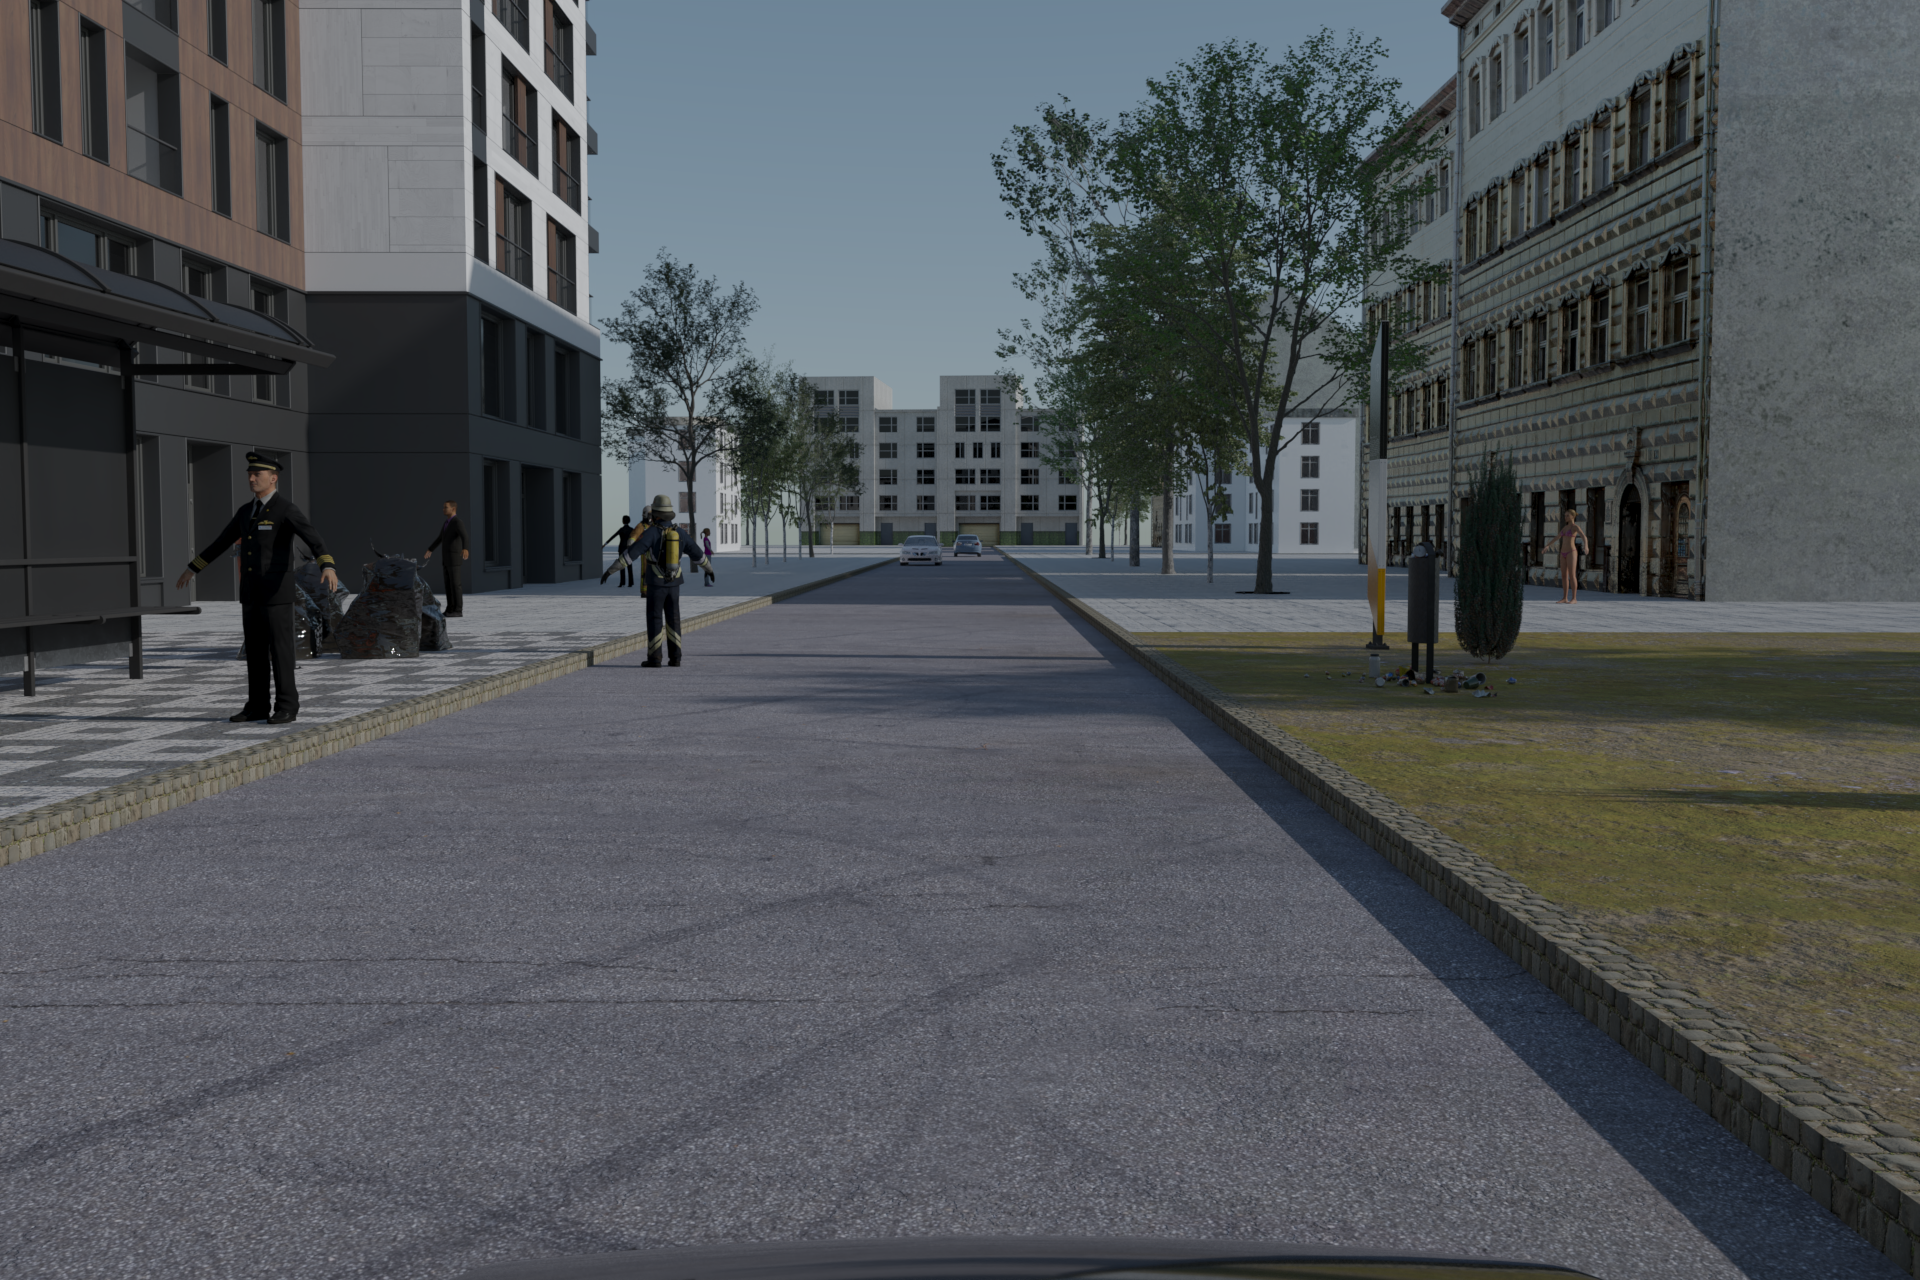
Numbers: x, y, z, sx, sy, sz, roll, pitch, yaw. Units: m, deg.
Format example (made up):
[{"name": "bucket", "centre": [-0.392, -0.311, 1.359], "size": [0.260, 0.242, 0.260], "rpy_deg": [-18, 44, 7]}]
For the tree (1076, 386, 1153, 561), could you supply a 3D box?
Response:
[{"name": "tree", "centre": [7.239, -8.000, 81.164], "size": [4.737, 8.622, 4.395], "rpy_deg": [0, 3, 0]}]

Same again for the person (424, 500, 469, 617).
[{"name": "person", "centre": [-7.876, -1.256, 26.756], "size": [0.704, 1.802, 1.346], "rpy_deg": [-3, 5, -42]}]

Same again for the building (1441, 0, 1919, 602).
[{"name": "building", "centre": [23.418, -12.844, 40.932], "size": [19.493, 23.208, 18.063], "rpy_deg": [0, 4, 1]}]

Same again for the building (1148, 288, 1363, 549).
[{"name": "building", "centre": [28.105, -20.201, 161.213], "size": [19.493, 23.208, 18.063], "rpy_deg": [0, 4, 0]}]

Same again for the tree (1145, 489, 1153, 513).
[{"name": "tree", "centre": [23.236, -14.903, 194.028], "size": [4.360, 8.622, 3.978], "rpy_deg": [0, 3, 0]}]

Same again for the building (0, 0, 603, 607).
[{"name": "building", "centre": [-24.330, -11.627, 34.073], "size": [27.936, 21.610, 32.646], "rpy_deg": [0, 4, 0]}]

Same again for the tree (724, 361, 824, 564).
[{"name": "tree", "centre": [-8.061, -7.491, 72.835], "size": [4.737, 8.622, 4.395], "rpy_deg": [0, 3, 0]}]

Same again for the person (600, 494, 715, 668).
[{"name": "person", "centre": [-3.212, -0.638, 18.666], "size": [1.354, 1.856, 0.705], "rpy_deg": [-3, 4, -36]}]

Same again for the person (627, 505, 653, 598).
[{"name": "person", "centre": [-6.234, -1.775, 34.793], "size": [0.705, 1.858, 1.354], "rpy_deg": [2, 4, 35]}]

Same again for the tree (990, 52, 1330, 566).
[{"name": "tree", "centre": [8.247, -12.939, 67.435], "size": [12.611, 20.169, 13.585], "rpy_deg": [0, 3, 0]}]

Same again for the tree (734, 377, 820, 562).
[{"name": "tree", "centre": [-7.873, -7.892, 79.391], "size": [4.360, 8.622, 3.978], "rpy_deg": [0, 3, 0]}]

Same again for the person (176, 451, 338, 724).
[{"name": "person", "centre": [-4.745, -0.359, 11.804], "size": [1.347, 1.837, 0.705], "rpy_deg": [1, 4, 21]}]

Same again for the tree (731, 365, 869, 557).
[{"name": "tree", "centre": [-8.444, -9.835, 95.211], "size": [7.601, 10.594, 8.767], "rpy_deg": [2, 4, 29]}]

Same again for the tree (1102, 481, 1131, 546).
[{"name": "tree", "centre": [18.081, -14.862, 193.360], "size": [4.360, 8.622, 3.978], "rpy_deg": [0, 3, 0]}]

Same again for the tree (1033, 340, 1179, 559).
[{"name": "tree", "centre": [7.639, -10.122, 91.249], "size": [9.928, 11.665, 9.643], "rpy_deg": [0, 3, 0]}]

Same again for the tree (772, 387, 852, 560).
[{"name": "tree", "centre": [-8.180, -8.361, 87.068], "size": [4.360, 8.622, 3.978], "rpy_deg": [0, 3, 0]}]

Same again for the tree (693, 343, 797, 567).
[{"name": "tree", "centre": [-7.816, -7.099, 66.432], "size": [4.360, 8.622, 3.978], "rpy_deg": [0, 3, 0]}]

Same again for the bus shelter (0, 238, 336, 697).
[{"name": "bus shelter", "centre": [-6.636, -1.152, 12.756], "size": [2.014, 3.302, 5.546], "rpy_deg": [0, 4, 2]}]

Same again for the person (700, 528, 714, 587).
[{"name": "person", "centre": [-6.102, -2.018, 42.256], "size": [0.599, 1.433, 0.991], "rpy_deg": [-1, 4, -15]}]

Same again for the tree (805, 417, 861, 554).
[{"name": "tree", "centre": [-8.065, -9.686, 108.724], "size": [4.360, 8.622, 3.978], "rpy_deg": [0, 3, 0]}]

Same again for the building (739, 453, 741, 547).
[{"name": "building", "centre": [-25.442, -13.694, 166.049], "size": [9.099, 9.664, 28.070], "rpy_deg": [0, 4, 0]}]

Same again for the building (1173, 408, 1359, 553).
[{"name": "building", "centre": [22.080, -11.476, 129.775], "size": [9.099, 9.664, 28.070], "rpy_deg": [0, 4, 0]}]

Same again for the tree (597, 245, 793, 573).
[{"name": "tree", "centre": [-9.123, -7.496, 56.971], "size": [7.601, 10.594, 8.767], "rpy_deg": [-2, 4, -29]}]

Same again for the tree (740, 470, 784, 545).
[{"name": "tree", "centre": [-23.568, -16.943, 195.139], "size": [7.486, 12.596, 7.792], "rpy_deg": [0, 3, 0]}]

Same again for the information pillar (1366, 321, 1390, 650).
[{"name": "information pillar", "centre": [4.666, -1.711, 19.328], "size": [0.183, 3.616, 0.504], "rpy_deg": [0, 4, 0]}]

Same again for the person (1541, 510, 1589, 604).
[{"name": "person", "centre": [11.178, -1.539, 31.965], "size": [0.721, 1.733, 1.217], "rpy_deg": [-1, 4, -20]}]

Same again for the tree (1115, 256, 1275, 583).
[{"name": "tree", "centre": [6.356, -5.796, 45.121], "size": [4.737, 8.622, 4.395], "rpy_deg": [0, 3, 0]}]

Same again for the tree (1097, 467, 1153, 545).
[{"name": "tree", "centre": [19.601, -17.251, 200.178], "size": [7.486, 12.596, 7.792], "rpy_deg": [0, 3, 0]}]

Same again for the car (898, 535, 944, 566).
[{"name": "car", "centre": [-1.776, -4.128, 79.859], "size": [2.083, 1.381, 4.827], "rpy_deg": [0, 4, 1]}]

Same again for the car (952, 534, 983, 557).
[{"name": "car", "centre": [0.474, -5.996, 110.039], "size": [2.014, 1.417, 4.499], "rpy_deg": [0, 3, 0]}]

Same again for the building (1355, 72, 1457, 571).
[{"name": "building", "centre": [26.019, -14.204, 63.157], "size": [19.493, 23.208, 18.063], "rpy_deg": [0, 4, 0]}]

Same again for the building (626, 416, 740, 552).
[{"name": "building", "centre": [-21.952, -11.960, 137.699], "size": [9.099, 9.664, 28.070], "rpy_deg": [0, 4, 0]}]

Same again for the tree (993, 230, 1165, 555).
[{"name": "tree", "centre": [7.763, -15.389, 107.506], "size": [12.611, 20.169, 13.585], "rpy_deg": [0, 3, 0]}]

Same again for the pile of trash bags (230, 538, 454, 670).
[{"name": "pile of trash bags", "centre": [-6.548, -0.494, 17.830], "size": [1.912, 1.369, 3.447], "rpy_deg": [0, 4, 1]}]

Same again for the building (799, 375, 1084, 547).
[{"name": "building", "centre": [-1.546, -20.250, 199.999], "size": [31.486, 18.905, 16.747], "rpy_deg": [0, 4, 5]}]

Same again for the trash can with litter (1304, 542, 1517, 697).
[{"name": "trash can with litter", "centre": [3.913, -0.220, 14.653], "size": [1.678, 1.210, 2.233], "rpy_deg": [0, 4, 0]}]

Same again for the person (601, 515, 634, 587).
[{"name": "person", "centre": [-8.096, -2.140, 41.716], "size": [0.721, 1.740, 1.216], "rpy_deg": [3, 5, 44]}]

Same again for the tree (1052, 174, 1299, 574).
[{"name": "tree", "centre": [6.772, -8.357, 54.772], "size": [7.486, 12.596, 7.792], "rpy_deg": [0, 3, 0]}]

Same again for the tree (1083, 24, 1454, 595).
[{"name": "tree", "centre": [6.467, -6.783, 36.653], "size": [9.928, 11.665, 9.643], "rpy_deg": [0, 3, 0]}]
